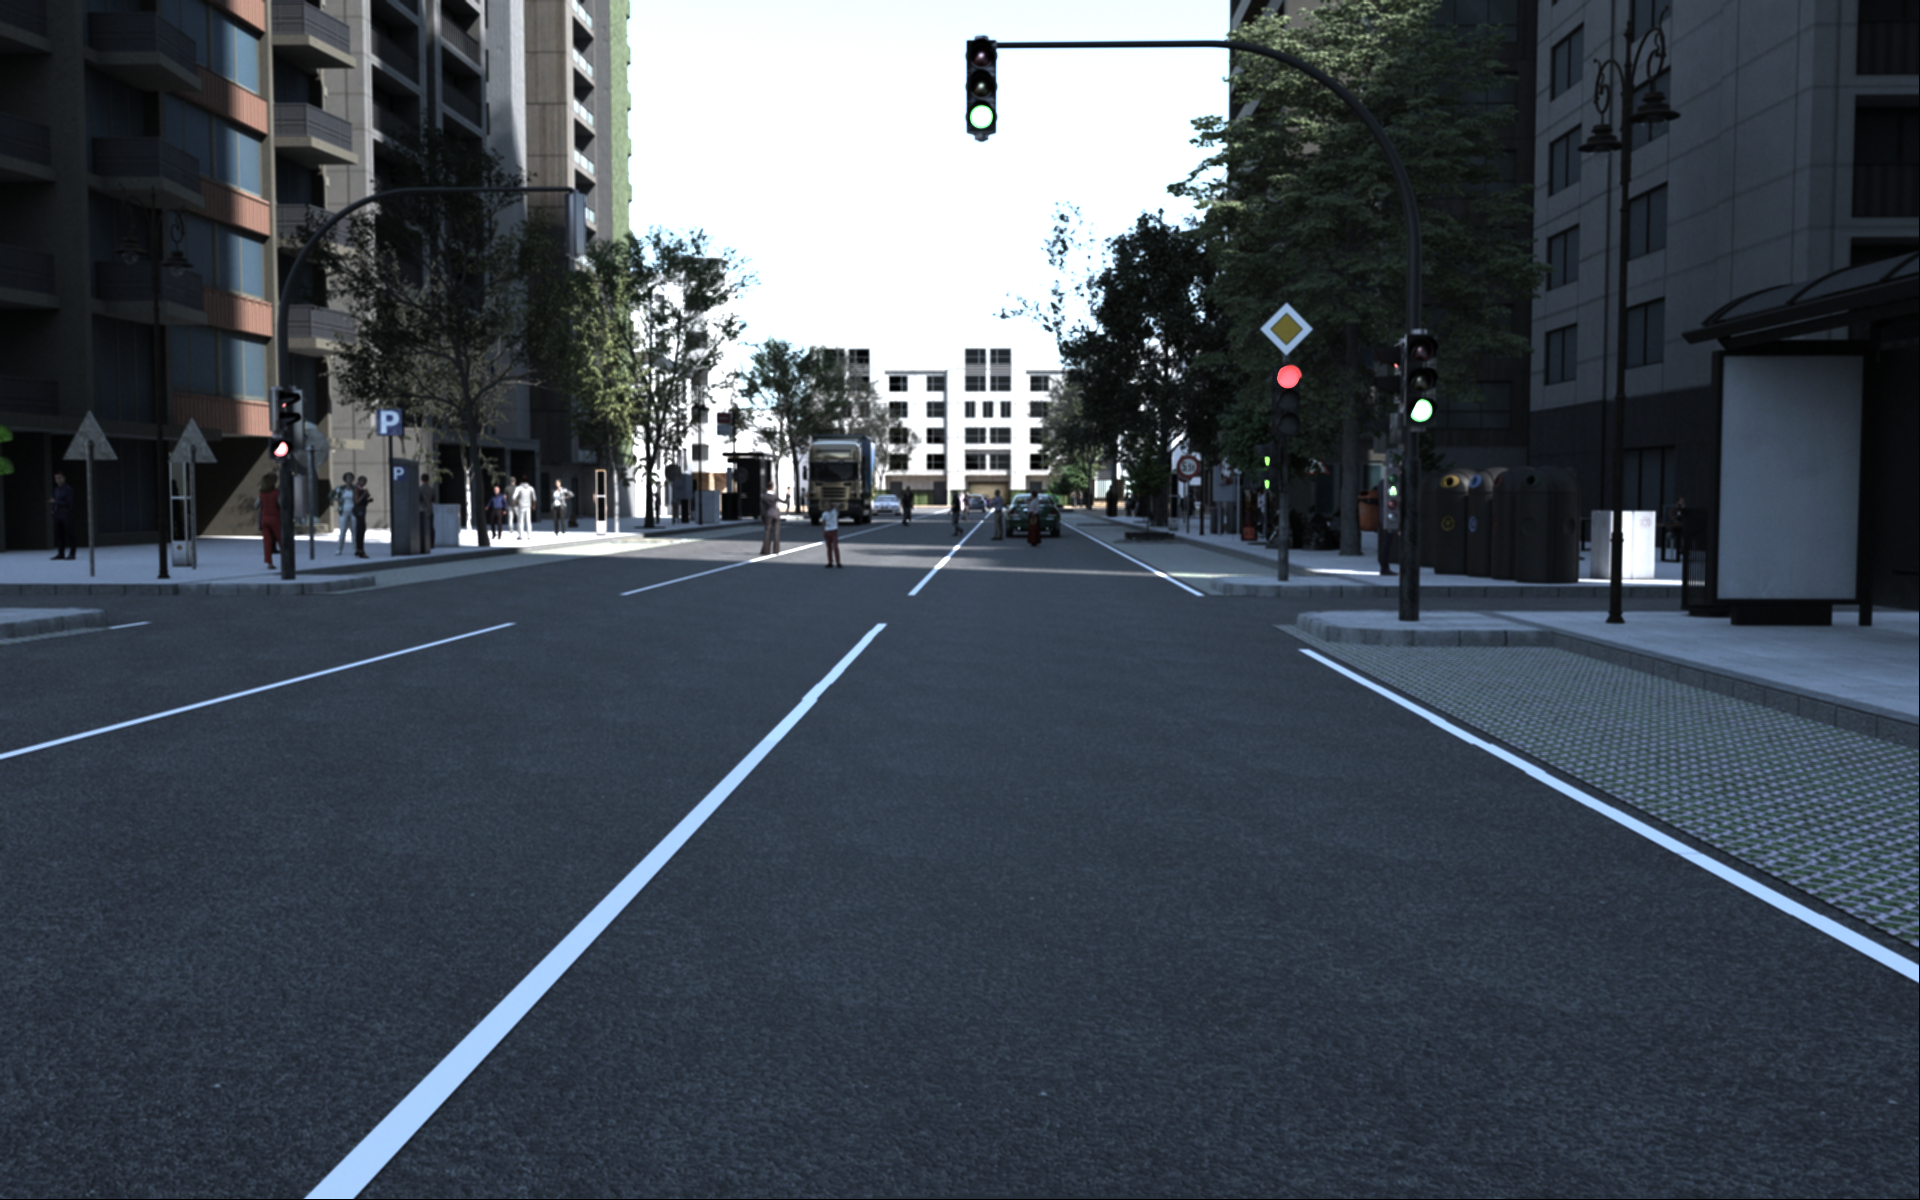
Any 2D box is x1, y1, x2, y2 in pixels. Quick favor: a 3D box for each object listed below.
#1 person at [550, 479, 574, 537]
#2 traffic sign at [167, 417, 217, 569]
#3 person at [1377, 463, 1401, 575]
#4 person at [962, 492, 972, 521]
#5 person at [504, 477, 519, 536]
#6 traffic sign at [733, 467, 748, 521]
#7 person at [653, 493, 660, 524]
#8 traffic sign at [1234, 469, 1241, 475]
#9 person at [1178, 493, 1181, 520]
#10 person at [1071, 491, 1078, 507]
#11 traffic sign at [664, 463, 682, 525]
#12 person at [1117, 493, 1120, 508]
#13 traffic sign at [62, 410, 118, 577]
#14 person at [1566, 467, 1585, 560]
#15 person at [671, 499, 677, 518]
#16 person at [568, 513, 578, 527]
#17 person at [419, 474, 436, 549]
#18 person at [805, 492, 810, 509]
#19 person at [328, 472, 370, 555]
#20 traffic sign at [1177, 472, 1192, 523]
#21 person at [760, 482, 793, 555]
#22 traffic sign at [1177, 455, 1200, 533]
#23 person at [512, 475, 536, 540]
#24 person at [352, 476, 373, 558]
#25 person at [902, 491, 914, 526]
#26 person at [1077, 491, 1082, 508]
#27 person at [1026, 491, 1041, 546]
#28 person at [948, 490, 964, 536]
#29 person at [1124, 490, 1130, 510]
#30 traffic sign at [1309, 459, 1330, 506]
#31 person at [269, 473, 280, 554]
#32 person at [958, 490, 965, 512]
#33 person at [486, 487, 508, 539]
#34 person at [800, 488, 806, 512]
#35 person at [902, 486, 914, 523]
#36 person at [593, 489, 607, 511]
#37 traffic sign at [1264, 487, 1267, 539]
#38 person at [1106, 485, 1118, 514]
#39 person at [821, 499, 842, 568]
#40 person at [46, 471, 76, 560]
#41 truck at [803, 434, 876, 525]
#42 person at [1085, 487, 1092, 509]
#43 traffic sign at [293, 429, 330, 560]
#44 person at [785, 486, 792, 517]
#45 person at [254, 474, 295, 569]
[{"bbox_3d":[-11.985,-2.759,51.871,0.841,1.734,0.376,2,4,32],"label":"person"},{"bbox_3d":[-13.041,-1.799,29.415,0.884,2.594,0.081,0,4,6],"label":"traffic sign"},{"bbox_3d":[6.875,-1.277,27.365,0.568,1.767,0.683,0,4,-6],"label":"person"},{"bbox_3d":[0.342,-4.951,91.661,0.569,1.553,0.471,-2,4,-30],"label":"person"},{"bbox_3d":[-13.633,-2.863,52.987,0.598,1.807,0.434,0,4,8],"label":"person"},{"bbox_3d":[-10.429,-5.025,82.258,0.768,2.556,0.104,1,4,11],"label":"traffic sign"},{"bbox_3d":[-13.197,-3.998,75.324,0.340,1.345,0.435,-2,4,-33],"label":"person"},{"bbox_3d":[7.918,-3.021,49.127,0.795,2.593,0.064,0,4,2],"label":"traffic sign"},{"bbox_3d":[10.944,-4.712,86.987,0.340,1.345,0.435,-2,4,-33],"label":"person"},{"bbox_3d":[11.220,-9.985,170.012,0.721,1.735,1.217,3,4,38],"label":"person"},{"bbox_3d":[-11.943,-4.401,72.064,0.768,2.556,0.104,1,4,8],"label":"traffic sign"},{"bbox_3d":[14.857,-9.468,164.104,0.557,1.426,1.065,-1,4,-21],"label":"person"},{"bbox_3d":[-13.506,-1.644,26.887,0.884,2.594,0.081,0,4,4],"label":"traffic sign"},{"bbox_3d":[11.958,-1.696,33.897,0.434,1.807,0.598,0,4,-4],"label":"person"},{"bbox_3d":[-15.529,-5.244,94.159,0.546,1.535,0.453,3,4,36],"label":"person"},{"bbox_3d":[-14.868,-3.054,66.444,0.381,0.543,0.357,-3,5,-39],"label":"person"},{"bbox_3d":[-12.624,-2.086,40.685,0.617,1.759,0.750,-3,4,-37],"label":"person"},{"bbox_3d":[-12.931,-8.712,149.015,0.617,1.759,0.750,2,4,26],"label":"person"},{"bbox_3d":[-12.873,-1.818,36.494,0.841,1.734,0.376,-1,4,-14],"label":"person"},{"bbox_3d":[9.870,-4.649,76.118,0.768,2.556,0.104,0,4,5],"label":"traffic sign"},{"bbox_3d":[-4.349,-1.935,40.945,0.742,1.727,0.445,-2,4,-28],"label":"person"},{"bbox_3d":[7.471,-3.461,56.701,0.768,2.556,0.104,0,4,8],"label":"traffic sign"},{"bbox_3d":[-12.080,-2.560,48.045,0.875,1.805,0.789,-3,4,-36],"label":"person"},{"bbox_3d":[-11.963,-1.666,34.756,0.593,1.643,0.415,3,5,39],"label":"person"},{"bbox_3d":[-2.380,-4.106,77.848,0.569,1.553,0.471,-1,4,-22],"label":"person"},{"bbox_3d":[11.128,-9.526,162.316,0.750,1.759,0.617,1,4,19],"label":"person"},{"bbox_3d":[2.042,-2.242,47.619,0.387,1.526,0.523,-1,4,-22],"label":"person"},{"bbox_3d":[-0.122,-2.942,58.809,0.569,1.553,0.471,-3,5,-44],"label":"person"},{"bbox_3d":[13.100,-7.862,135.393,0.445,1.727,0.742,1,4,22],"label":"person"},{"bbox_3d":[9.664,-2.897,47.367,0.884,2.594,0.081,0,4,8],"label":"traffic sign"},{"bbox_3d":[-14.751,-1.869,37.287,0.600,1.739,0.565,-3,5,-43],"label":"person"},{"bbox_3d":[0.132,-8.099,141.584,0.551,1.740,0.621,0,4,-5],"label":"person"},{"bbox_3d":[-13.239,-2.476,49.219,0.574,1.496,0.600,2,4,33],"label":"person"},{"bbox_3d":[-11.223,-7.100,122.912,0.721,1.735,1.217,0,4,3],"label":"person"},{"bbox_3d":[-2.564,-4.644,84.555,0.598,1.807,0.434,1,4,21],"label":"person"},{"bbox_3d":[-11.561,-3.036,55.814,0.434,1.807,0.598,2,4,32],"label":"person"},{"bbox_3d":[8.825,-3.049,49.951,0.768,2.556,0.104,0,4,2],"label":"traffic sign"},{"bbox_3d":[8.991,-5.926,103.070,0.705,1.807,1.348,-2,4,-27],"label":"person"},{"bbox_3d":[-2.495,-1.306,33.765,0.435,1.345,0.340,0,4,5],"label":"person"},{"bbox_3d":[-17.587,-1.657,33.835,0.576,1.737,0.504,1,4,15],"label":"person"},{"bbox_3d":[-5.673,-5.790,83.579,2.839,4.237,11.283,0,4,1],"label":"truck"},{"bbox_3d":[11.282,-8.993,152.716,0.705,1.869,1.348,-1,4,-16],"label":"person"},{"bbox_3d":[-12.683,-2.063,33.832,0.768,2.556,0.104,0,4,7],"label":"traffic sign"},{"bbox_3d":[-9.629,-5.513,96.910,0.376,1.734,0.841,0,4,1],"label":"person"},{"bbox_3d":[-11.723,-1.337,29.609,0.593,1.614,0.444,2,4,27],"label":"person"}]
